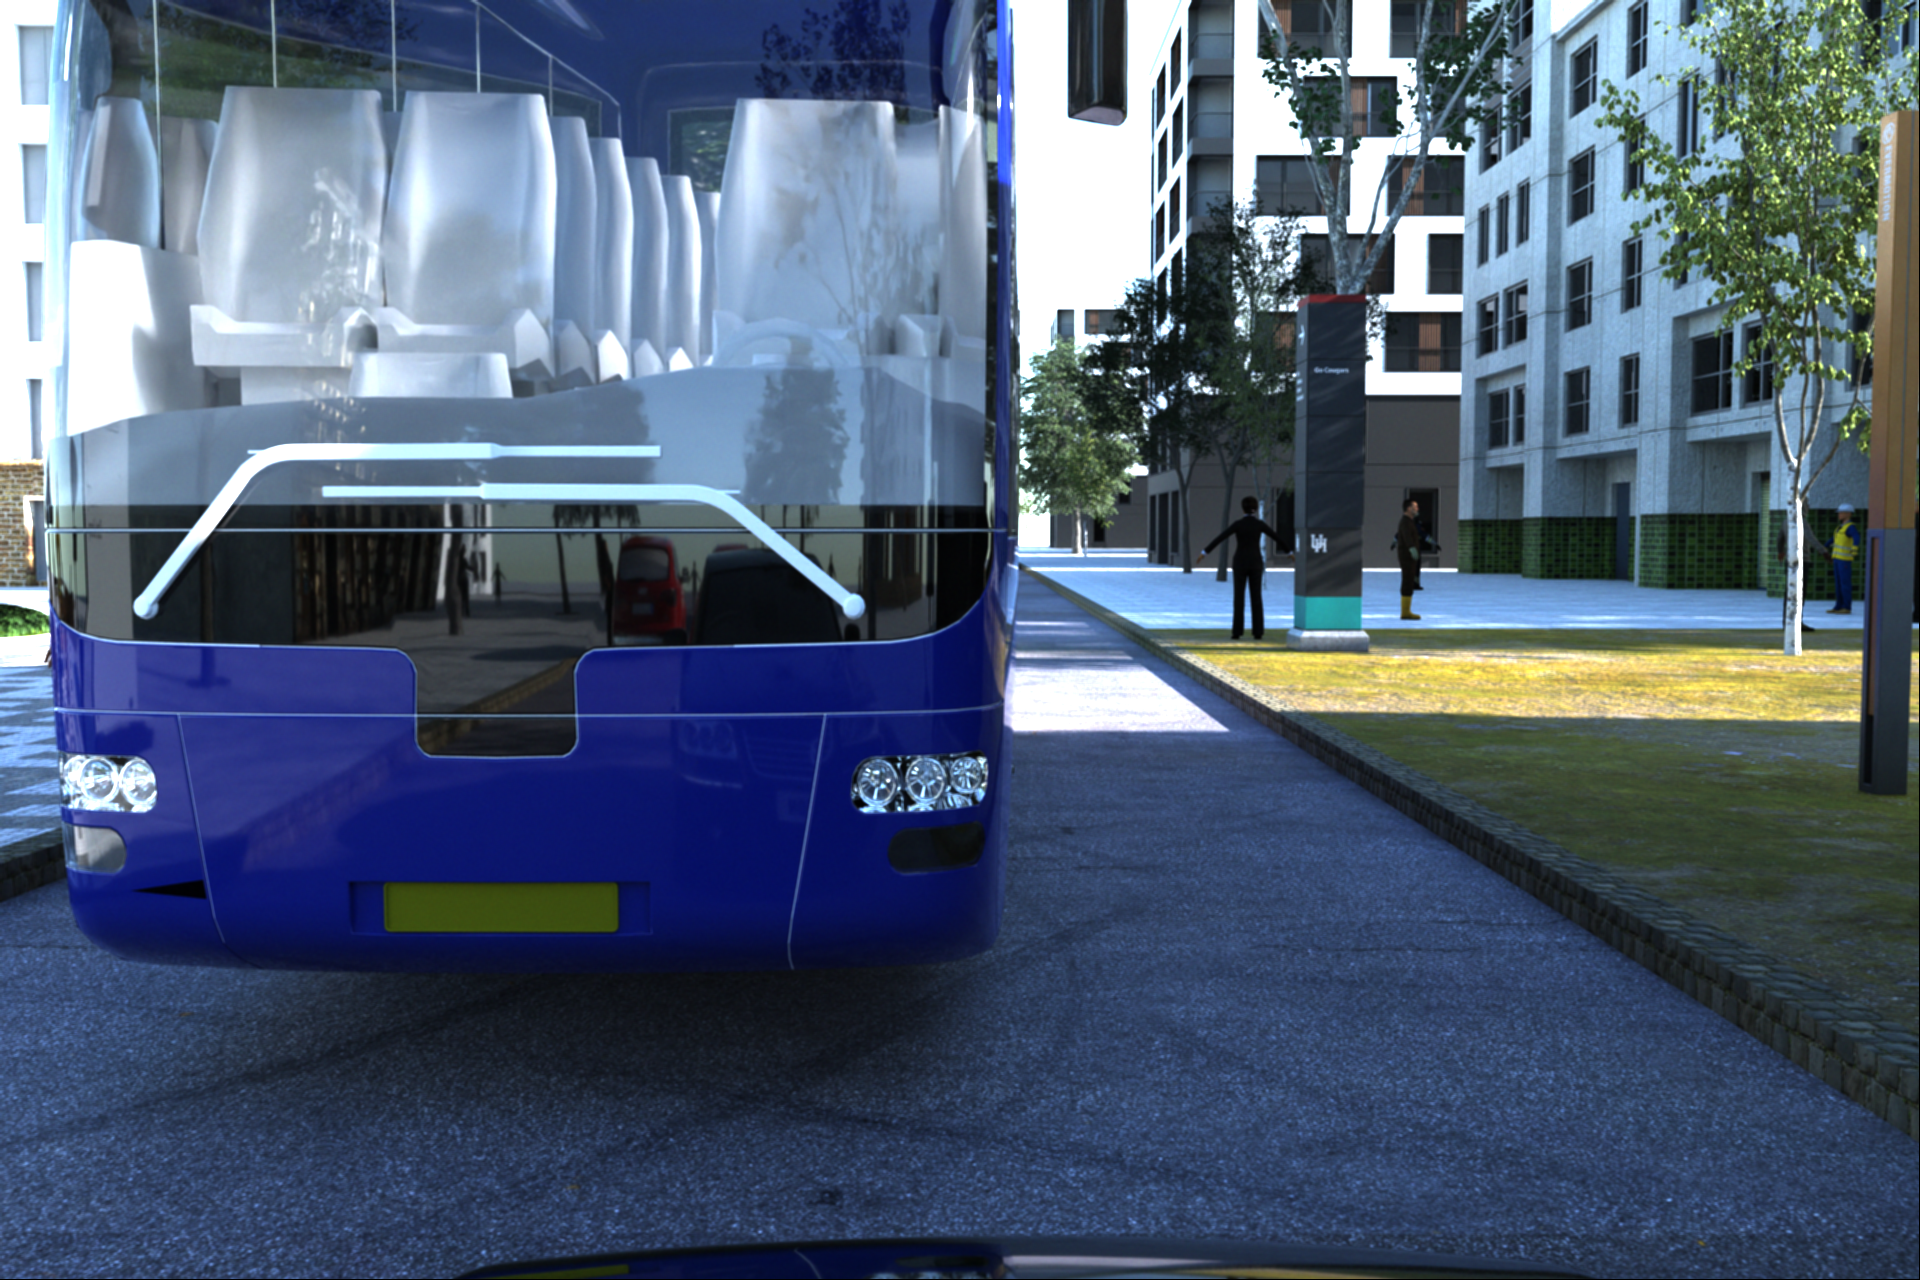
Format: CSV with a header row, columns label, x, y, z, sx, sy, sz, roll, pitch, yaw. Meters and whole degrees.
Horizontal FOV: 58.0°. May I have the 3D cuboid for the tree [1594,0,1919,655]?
label,x,y,z,sx,sy,sz,roll,pitch,yaw
tree,8.739,-4.131,17.909,4.737,8.622,4.395,0,3,0

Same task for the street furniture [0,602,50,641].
label,x,y,z,sx,sy,sz,roll,pitch,yaw
street furniture,-8.647,-0.375,21.755,10.072,0.657,5.734,1,4,13

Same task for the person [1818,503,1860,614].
label,x,y,z,sx,sy,sz,roll,pitch,yaw
person,14.142,-1.310,27.884,0.721,1.772,1.216,0,4,2

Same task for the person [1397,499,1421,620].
label,x,y,z,sx,sy,sz,roll,pitch,yaw
person,6.778,-1.217,26.038,0.704,1.812,1.346,1,4,15

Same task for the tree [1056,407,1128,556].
label,x,y,z,sx,sy,sz,roll,pitch,yaw
tree,7.344,-9.142,99.832,4.737,8.622,4.395,0,3,0

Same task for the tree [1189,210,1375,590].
label,x,y,z,sx,sy,sz,roll,pitch,yaw
tree,6.979,-5.485,40.035,4.360,8.622,3.978,0,3,0

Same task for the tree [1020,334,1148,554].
label,x,y,z,sx,sy,sz,roll,pitch,yaw
tree,7.332,-12.372,108.938,9.857,13.997,8.962,0,3,0

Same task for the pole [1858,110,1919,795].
label,x,y,z,sx,sy,sz,roll,pitch,yaw
pole,4.576,-0.896,8.491,0.158,3.312,0.155,0,3,0

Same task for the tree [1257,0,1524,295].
label,x,y,z,sx,sy,sz,roll,pitch,yaw
tree,7.996,-10.614,29.435,12.611,20.169,13.585,0,3,0

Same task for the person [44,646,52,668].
label,x,y,z,sx,sy,sz,roll,pitch,yaw
person,-3.549,0.064,7.604,0.705,1.806,1.347,0,4,1

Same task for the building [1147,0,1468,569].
label,x,y,z,sx,sy,sz,roll,pitch,yaw
building,22.353,-14.414,79.643,27.936,21.610,32.646,0,3,0

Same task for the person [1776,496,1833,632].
label,x,y,z,sx,sy,sz,roll,pitch,yaw
person,11.102,-1.026,22.908,0.705,1.813,1.348,0,4,0

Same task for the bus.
label,x,y,z,sx,sy,sz,roll,pitch,yaw
bus,-1.053,-1.118,9.825,2.896,3.916,12.251,0,4,0

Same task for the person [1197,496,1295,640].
label,x,y,z,sx,sy,sz,roll,pitch,yaw
person,3.500,-0.882,21.137,1.216,1.740,0.721,0,4,-3

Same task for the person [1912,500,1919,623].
label,x,y,z,sx,sy,sz,roll,pitch,yaw
person,13.886,-1.151,25.045,1.346,1.802,0.704,-3,4,-36

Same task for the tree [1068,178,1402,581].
label,x,y,z,sx,sy,sz,roll,pitch,yaw
tree,7.121,-6.844,46.311,8.767,10.594,7.601,0,4,-8

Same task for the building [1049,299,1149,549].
label,x,y,z,sx,sy,sz,roll,pitch,yaw
building,22.438,-19.740,166.728,27.936,21.610,32.646,0,4,0

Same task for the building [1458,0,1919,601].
label,x,y,z,sx,sy,sz,roll,pitch,yaw
building,24.767,-10.687,41.185,16.747,18.905,31.486,0,4,1

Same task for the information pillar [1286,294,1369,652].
label,x,y,z,sx,sy,sz,roll,pitch,yaw
information pillar,4.068,-1.817,19.086,0.750,3.857,0.750,0,4,0

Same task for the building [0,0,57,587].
label,x,y,z,sx,sy,sz,roll,pitch,yaw
building,-24.956,-11.456,43.733,16.016,20.090,11.380,0,4,1

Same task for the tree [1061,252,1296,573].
label,x,y,z,sx,sy,sz,roll,pitch,yaw
tree,7.496,-7.480,56.712,8.767,10.594,7.601,0,4,5

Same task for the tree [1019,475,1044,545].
label,x,y,z,sx,sy,sz,roll,pitch,yaw
tree,7.559,-15.197,198.828,4.737,8.622,4.395,0,3,0

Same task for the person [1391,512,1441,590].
label,x,y,z,sx,sy,sz,roll,pitch,yaw
person,10.428,-2.081,39.810,0.705,1.856,1.354,-3,5,-39
